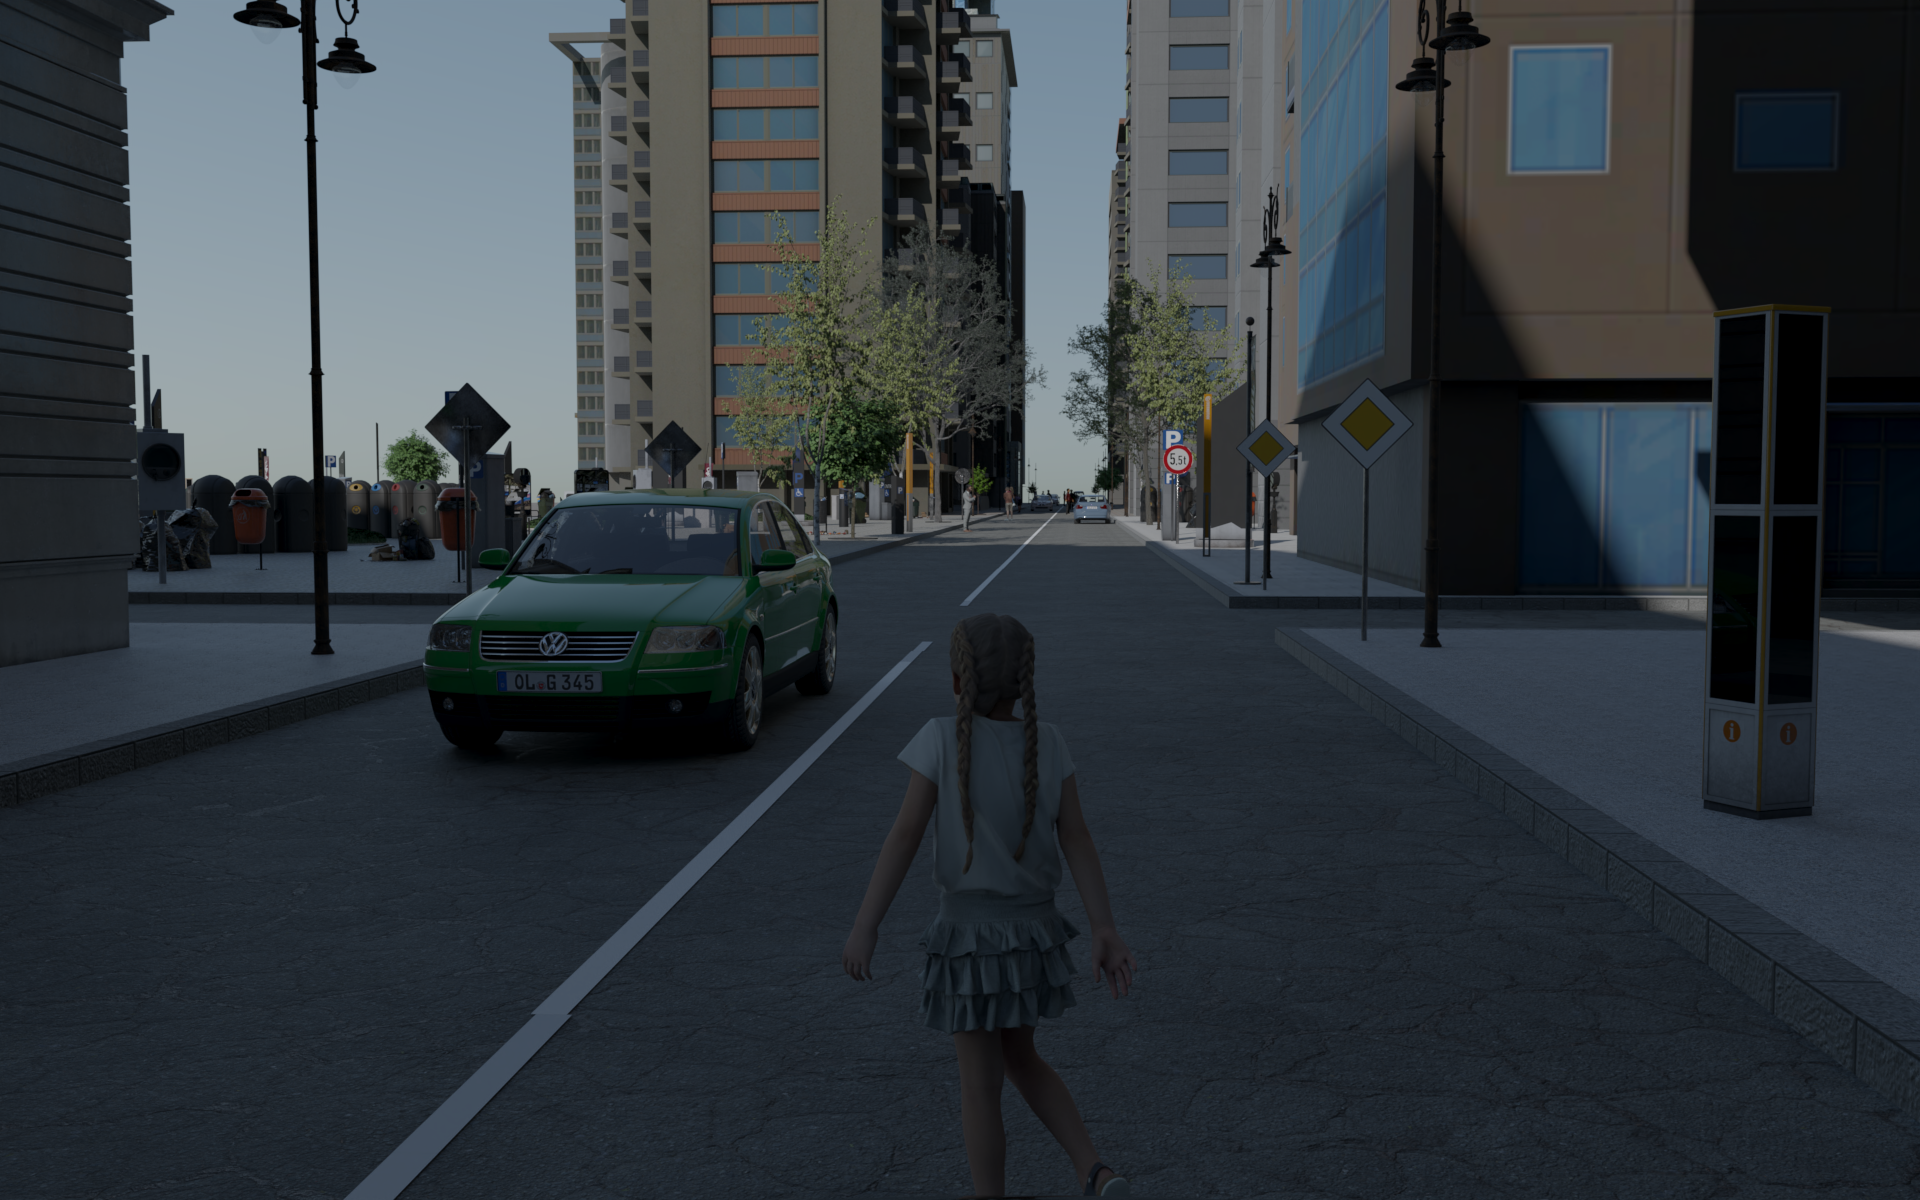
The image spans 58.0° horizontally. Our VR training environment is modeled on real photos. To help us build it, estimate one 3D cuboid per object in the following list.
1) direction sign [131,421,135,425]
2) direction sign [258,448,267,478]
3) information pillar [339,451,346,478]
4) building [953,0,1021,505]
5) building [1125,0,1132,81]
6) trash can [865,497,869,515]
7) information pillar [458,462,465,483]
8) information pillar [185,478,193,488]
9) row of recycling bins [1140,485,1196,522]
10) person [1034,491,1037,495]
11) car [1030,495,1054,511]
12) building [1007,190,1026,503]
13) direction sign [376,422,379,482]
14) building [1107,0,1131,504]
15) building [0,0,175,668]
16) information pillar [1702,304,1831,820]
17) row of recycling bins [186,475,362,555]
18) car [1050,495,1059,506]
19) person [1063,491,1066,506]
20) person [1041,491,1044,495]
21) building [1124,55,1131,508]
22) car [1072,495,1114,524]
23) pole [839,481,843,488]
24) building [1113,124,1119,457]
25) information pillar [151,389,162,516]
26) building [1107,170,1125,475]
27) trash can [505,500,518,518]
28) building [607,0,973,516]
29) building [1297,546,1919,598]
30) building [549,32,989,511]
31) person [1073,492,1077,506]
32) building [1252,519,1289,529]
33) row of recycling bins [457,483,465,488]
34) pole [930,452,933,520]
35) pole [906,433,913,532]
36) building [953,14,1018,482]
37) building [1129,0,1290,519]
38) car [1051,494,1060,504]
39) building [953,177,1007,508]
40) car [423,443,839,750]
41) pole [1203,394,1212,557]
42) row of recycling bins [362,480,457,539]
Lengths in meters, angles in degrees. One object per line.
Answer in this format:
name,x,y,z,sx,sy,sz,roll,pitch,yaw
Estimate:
direction sign,-24.034,-3.552,50.068,0.379,3.537,0.876,0,3,0
direction sign,-34.416,-5.720,85.523,0.379,3.537,0.876,0,4,5
information pillar,-33.461,-6.269,93.861,0.504,3.616,0.183,3,4,36
building,-2.964,-55.810,225.170,22.319,86.520,31.000,0,4,4
building,24.734,-29.837,142.455,22.147,44.769,28.867,0,4,4
trash can,-5.031,-5.143,95.749,0.748,1.137,0.748,0,3,0
information pillar,-28.755,-6.651,100.104,0.504,3.616,0.183,-1,4,-20
information pillar,-36.116,-4.690,81.173,0.304,2.012,0.304,-2,4,-28
row of recycling bins,9.778,-4.383,78.779,3.534,1.692,1.069,3,4,36
person,8.519,-11.354,194.812,0.551,1.740,0.621,2,4,25
car,6.915,-8.207,146.546,2.083,1.381,4.827,0,4,3
building,2.310,-36.610,248.685,14.600,45.320,14.200,0,4,4
direction sign,-18.545,-3.865,55.194,0.379,3.537,0.876,-1,4,-16
building,29.573,-47.983,222.765,20.563,71.187,20.611,0,4,4
building,-17.012,-10.606,9.559,21.152,22.565,11.583,0,4,4
information pillar,3.217,-0.149,6.929,0.304,2.012,0.304,-1,4,-21
row of recycling bins,-15.000,-1.880,37.844,1.069,1.692,3.534,3,4,36
car,11.393,-12.425,215.513,2.083,1.381,4.827,0,4,5
person,12.589,-12.207,208.108,0.705,1.821,1.348,1,4,13
person,9.693,-11.815,201.756,0.705,1.814,1.350,-1,4,-23
building,22.709,-29.424,164.672,14.154,41.232,14.086,0,4,4
car,6.454,-4.419,84.261,2.014,1.417,4.499,0,4,6
pole,-4.859,-4.712,70.885,0.158,3.312,0.155,0,3,0
building,28.857,-33.287,198.872,22.147,44.769,28.867,0,4,4
information pillar,-17.773,-2.876,38.378,0.183,3.616,0.504,0,4,-6
building,31.827,-38.005,245.090,21.300,48.544,21.600,0,4,4
trash can,-10.276,-1.658,38.763,0.748,1.137,0.748,0,3,0
building,-10.648,-28.076,113.660,22.147,44.769,28.867,0,4,4
building,13.109,-23.025,26.570,14.200,45.320,14.600,0,4,4
building,-14.042,-27.443,140.582,32.217,40.220,23.993,0,4,4
person,13.272,-11.812,202.349,1.217,1.736,0.721,-3,4,-38
building,22.648,-32.566,74.458,21.231,58.520,28.212,0,4,4
row of recycling bins,-18.410,-3.451,63.536,1.069,1.692,3.534,0,4,7
pole,-1.389,-5.571,84.932,0.158,3.312,0.155,0,3,0
pole,-1.697,-3.933,58.143,0.158,3.312,0.155,0,3,0
building,-8.205,-37.179,197.116,28.713,52.752,27.495,0,4,4
building,21.745,-34.948,113.400,21.231,58.520,28.212,0,4,4
car,13.776,-14.906,255.505,2.131,1.459,4.920,0,4,2
building,-2.924,-23.768,160.307,14.160,30.474,14.107,0,4,4
car,-1.911,-0.144,11.145,1.959,1.807,4.718,0,4,5
pole,5.056,-2.542,35.403,0.158,3.312,0.155,0,3,0
row of recycling bins,-16.399,-2.638,50.246,3.534,1.692,1.069,2,4,28
